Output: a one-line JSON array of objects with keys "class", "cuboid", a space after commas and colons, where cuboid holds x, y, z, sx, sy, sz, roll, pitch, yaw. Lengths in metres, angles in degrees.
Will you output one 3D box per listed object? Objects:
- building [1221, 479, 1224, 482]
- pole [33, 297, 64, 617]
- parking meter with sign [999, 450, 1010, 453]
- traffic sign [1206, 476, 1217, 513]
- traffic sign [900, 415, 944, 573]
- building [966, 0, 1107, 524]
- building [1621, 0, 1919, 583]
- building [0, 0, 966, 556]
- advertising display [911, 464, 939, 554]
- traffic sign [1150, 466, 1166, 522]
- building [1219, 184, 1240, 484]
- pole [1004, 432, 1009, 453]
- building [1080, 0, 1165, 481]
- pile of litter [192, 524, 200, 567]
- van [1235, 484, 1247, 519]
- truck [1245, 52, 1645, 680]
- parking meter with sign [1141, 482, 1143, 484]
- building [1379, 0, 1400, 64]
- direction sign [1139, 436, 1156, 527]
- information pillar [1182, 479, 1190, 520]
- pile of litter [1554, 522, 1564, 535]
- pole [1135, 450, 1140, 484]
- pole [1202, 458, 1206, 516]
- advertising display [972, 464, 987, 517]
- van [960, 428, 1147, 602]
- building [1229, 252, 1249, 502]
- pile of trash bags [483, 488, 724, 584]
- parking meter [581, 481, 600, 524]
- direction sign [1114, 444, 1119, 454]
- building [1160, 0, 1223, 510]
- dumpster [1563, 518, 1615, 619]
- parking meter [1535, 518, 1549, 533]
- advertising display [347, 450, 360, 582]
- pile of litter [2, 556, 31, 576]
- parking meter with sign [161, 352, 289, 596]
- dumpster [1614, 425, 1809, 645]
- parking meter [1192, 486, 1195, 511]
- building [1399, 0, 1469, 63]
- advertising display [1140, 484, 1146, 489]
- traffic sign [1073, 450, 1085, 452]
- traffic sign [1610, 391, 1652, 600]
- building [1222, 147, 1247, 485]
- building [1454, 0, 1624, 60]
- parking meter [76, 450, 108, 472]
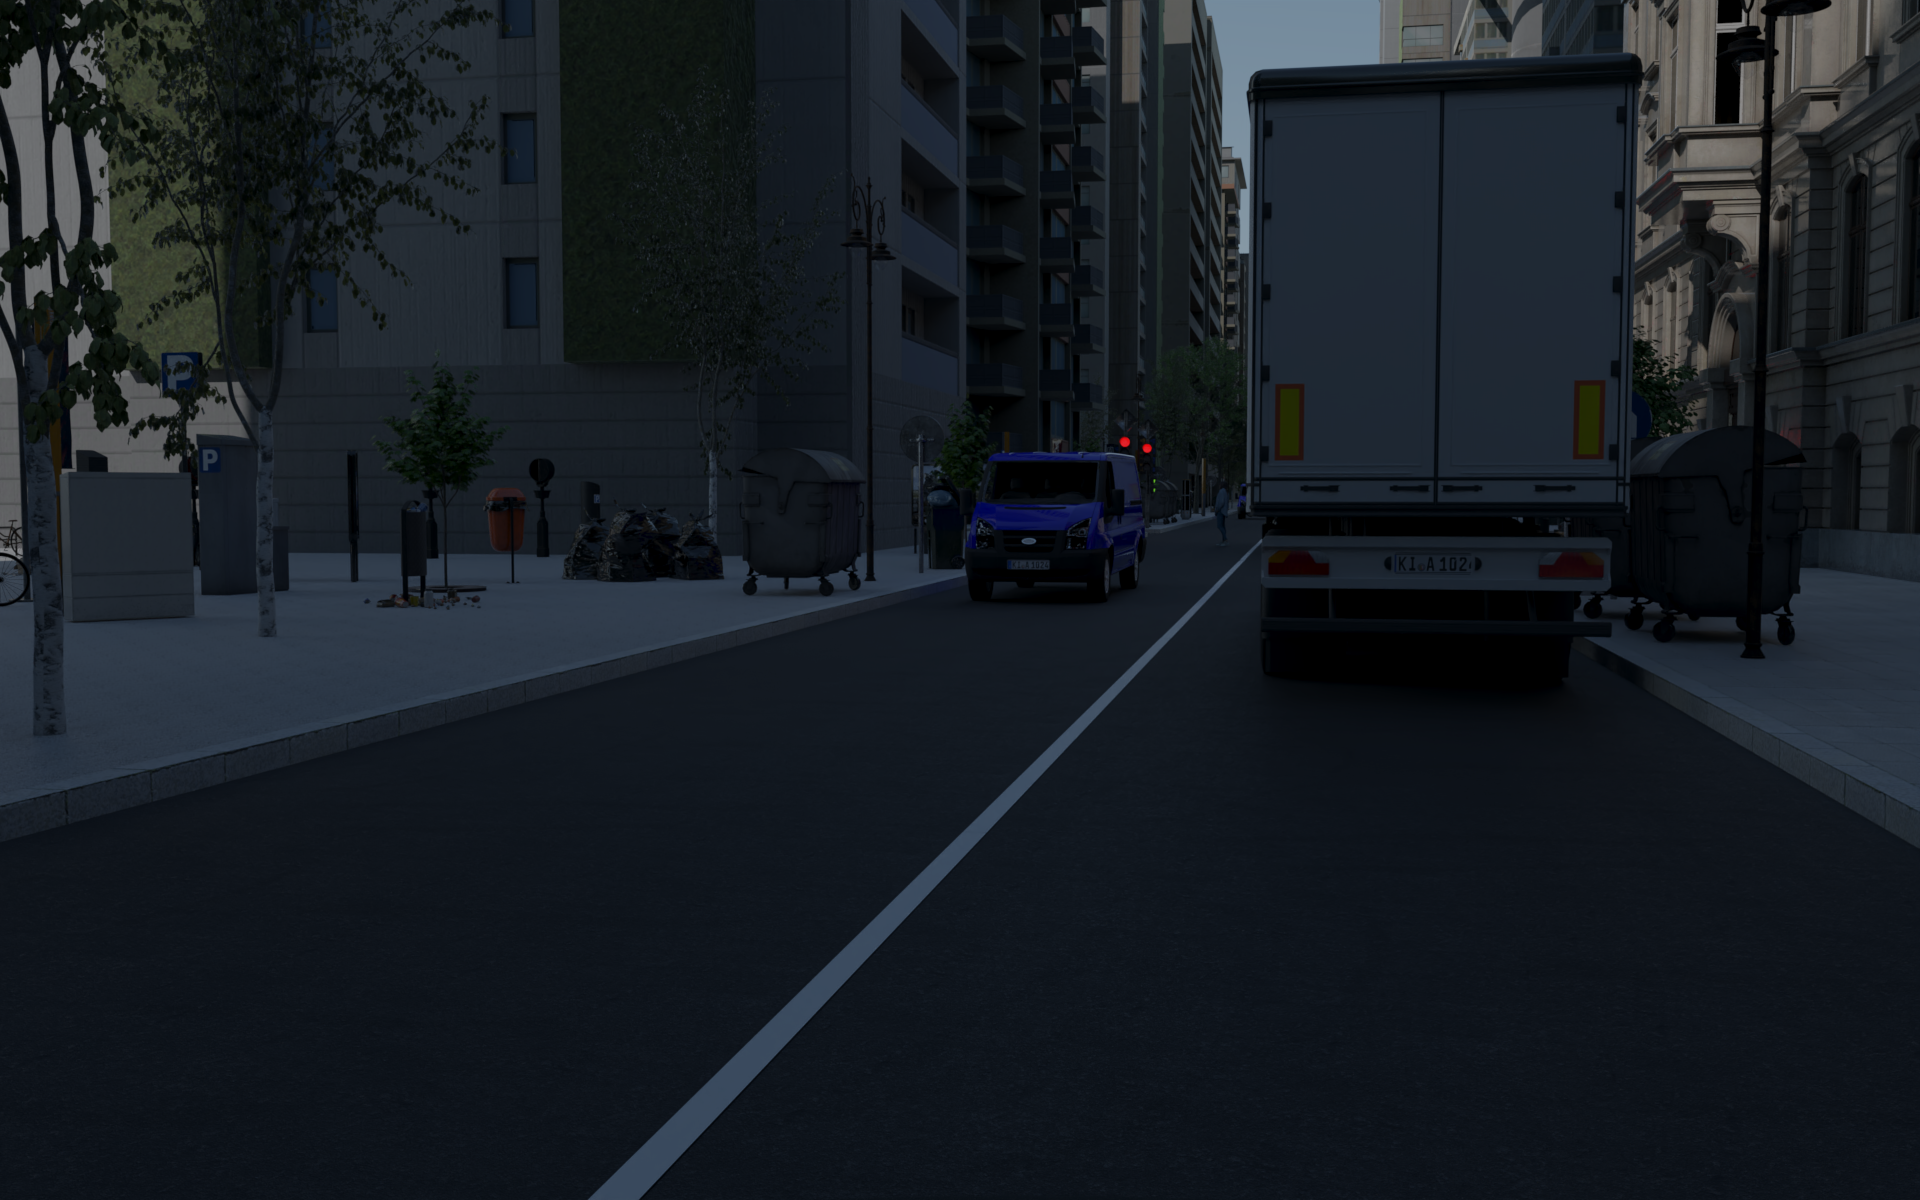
[{"class": "building", "cuboid": [13.624, -30.849, 196.268, 32.217, 40.220, 23.993, 1, 4, 11]}, {"class": "pole", "cuboid": [-9.460, -1.478, 18.005, 0.158, 3.312, 0.155, 0, 3, 0]}, {"class": "parking meter with sign", "cuboid": [1.193, -4.466, 69.272, 0.543, 3.016, 1.738, -3, 5, -45]}, {"class": "traffic sign", "cuboid": [17.339, -7.308, 119.598, 0.768, 2.556, 0.104, 1, 4, 16]}, {"class": "traffic sign", "cuboid": [-0.629, -1.706, 28.002, 0.768, 2.556, 0.104, 1, 4, 19]}, {"class": "building", "cuboid": [-4.586, -26.374, 85.840, 22.147, 44.769, 28.867, 1, 4, 11]}, {"class": "building", "cuboid": [20.834, -13.068, 32.745, 14.460, 24.649, 34.723, 1, 4, 11]}, {"class": "building", "cuboid": [-14.435, -30.834, 46.143, 28.212, 58.520, 21.231, 1, 4, 11]}, {"class": "advertising display", "cuboid": [-0.592, -1.946, 37.029, 0.974, 1.923, 0.123, 2, 4, 29]}, {"class": "traffic sign", "cuboid": [9.025, -4.836, 79.182, 0.768, 2.556, 0.104, 1, 4, 20]}, {"class": "building", "cuboid": [27.101, -35.802, 239.993, 22.147, 44.769, 28.867, 1, 4, 11]}, {"class": "pole", "cuboid": [1.538, -3.857, 56.898, 0.158, 3.312, 0.155, 0, 3, 0]}, {"class": "building", "cuboid": [7.311, -27.131, 127.192, 14.154, 41.232, 14.086, 1, 4, 11]}, {"class": "pile of litter", "cuboid": [-13.838, -1.034, 30.877, 1.719, 0.858, 1.176, 0, 4, -1]}, {"class": "van", "cuboid": [17.123, -5.855, 100.107, 2.240, 2.365, 5.245, 1, 4, 13]}, {"class": "truck", "cuboid": [4.172, -1.702, 16.749, 2.839, 4.237, 11.283, 1, 4, 11]}, {"class": "parking meter with sign", "cuboid": [11.143, -6.828, 107.906, 1.738, 3.016, 0.543, 2, 4, 23]}, {"class": "building", "cuboid": [56.650, -39.678, 190.740, 21.231, 58.520, 28.212, 1, 4, 11]}, {"class": "direction sign", "cuboid": [7.269, -4.604, 67.270, 0.876, 3.537, 0.379, -3, 4, -39]}, {"class": "information pillar", "cuboid": [11.340, -5.042, 86.921, 0.304, 2.012, 0.304, -1, 4, -22]}, {"class": "pile of litter", "cuboid": [19.201, -2.431, 53.707, 1.719, 0.858, 1.176, 2, 4, 34]}, {"class": "pole", "cuboid": [8.222, -5.286, 80.275, 0.158, 3.312, 0.155, 0, 3, 0]}, {"class": "pole", "cuboid": [13.966, -6.446, 99.240, 0.158, 3.312, 0.155, 0, 3, 0]}, {"class": "advertising display", "cuboid": [0.728, -1.816, 34.911, 0.974, 1.923, 0.123, -1, 4, -18]}, {"class": "van", "cuboid": [1.441, -1.253, 24.869, 2.240, 2.365, 5.245, 1, 4, 12]}, {"class": "building", "cuboid": [40.867, -36.918, 287.200, 14.154, 41.232, 14.086, 1, 4, 11]}, {"class": "pile of trash bags", "cuboid": [-5.358, -0.982, 25.815, 3.447, 1.369, 1.912, -2, 4, -32]}, {"class": "parking meter", "cuboid": [-7.253, -1.566, 34.022, 0.372, 1.533, 0.369, 0, 3, 0]}, {"class": "direction sign", "cuboid": [6.949, -5.315, 78.905, 0.379, 3.537, 0.876, 3, 5, 42]}, {"class": "building", "cuboid": [14.674, -33.545, 172.157, 21.300, 48.544, 21.600, 1, 4, 11]}, {"class": "dumpster", "cuboid": [7.133, -0.767, 18.296, 1.264, 1.857, 1.865, 1, 4, 11]}, {"class": "parking meter", "cuboid": [10.837, -1.468, 32.414, 0.372, 1.533, 0.369, 0, 3, 0]}, {"class": "advertising display", "cuboid": [-8.946, -1.244, 25.552, 0.123, 1.923, 0.974, -1, 4, -17]}, {"class": "pile of litter", "cuboid": [-14.755, -0.864, 28.093, 1.176, 0.858, 1.719, 2, 4, 30]}, {"class": "parking meter with sign", "cuboid": [-9.335, -1.584, 22.166, 0.543, 3.016, 1.738, 1, 4, 16]}, {"class": "dumpster", "cuboid": [6.713, -0.594, 15.476, 1.264, 1.857, 1.865, 1, 4, 11]}, {"class": "parking meter", "cuboid": [17.699, -7.649, 130.780, 0.255, 1.863, 0.399, 1, 4, 12]}, {"class": "building", "cuboid": [42.801, -28.021, 141.737, 14.154, 41.232, 14.086, 1, 4, 11]}, {"class": "advertising display", "cuboid": [11.553, -6.200, 106.589, 0.974, 1.923, 0.123, 1, 4, 10]}, {"class": "traffic sign", "cuboid": [3.437, -3.055, 50.055, 0.768, 2.556, 0.104, 1, 4, 14]}, {"class": "traffic sign", "cuboid": [7.960, -1.279, 21.011, 0.768, 2.556, 0.104, 1, 4, 12]}, {"class": "building", "cuboid": [29.255, -41.515, 268.006, 28.713, 52.752, 27.495, 1, 4, 11]}, {"class": "building", "cuboid": [47.864, -26.221, 120.586, 32.217, 40.220, 23.993, 1, 4, 11]}, {"class": "parking meter", "cuboid": [-11.422, -1.048, 22.842, 0.399, 1.863, 0.255, 3, 4, 36]}]
